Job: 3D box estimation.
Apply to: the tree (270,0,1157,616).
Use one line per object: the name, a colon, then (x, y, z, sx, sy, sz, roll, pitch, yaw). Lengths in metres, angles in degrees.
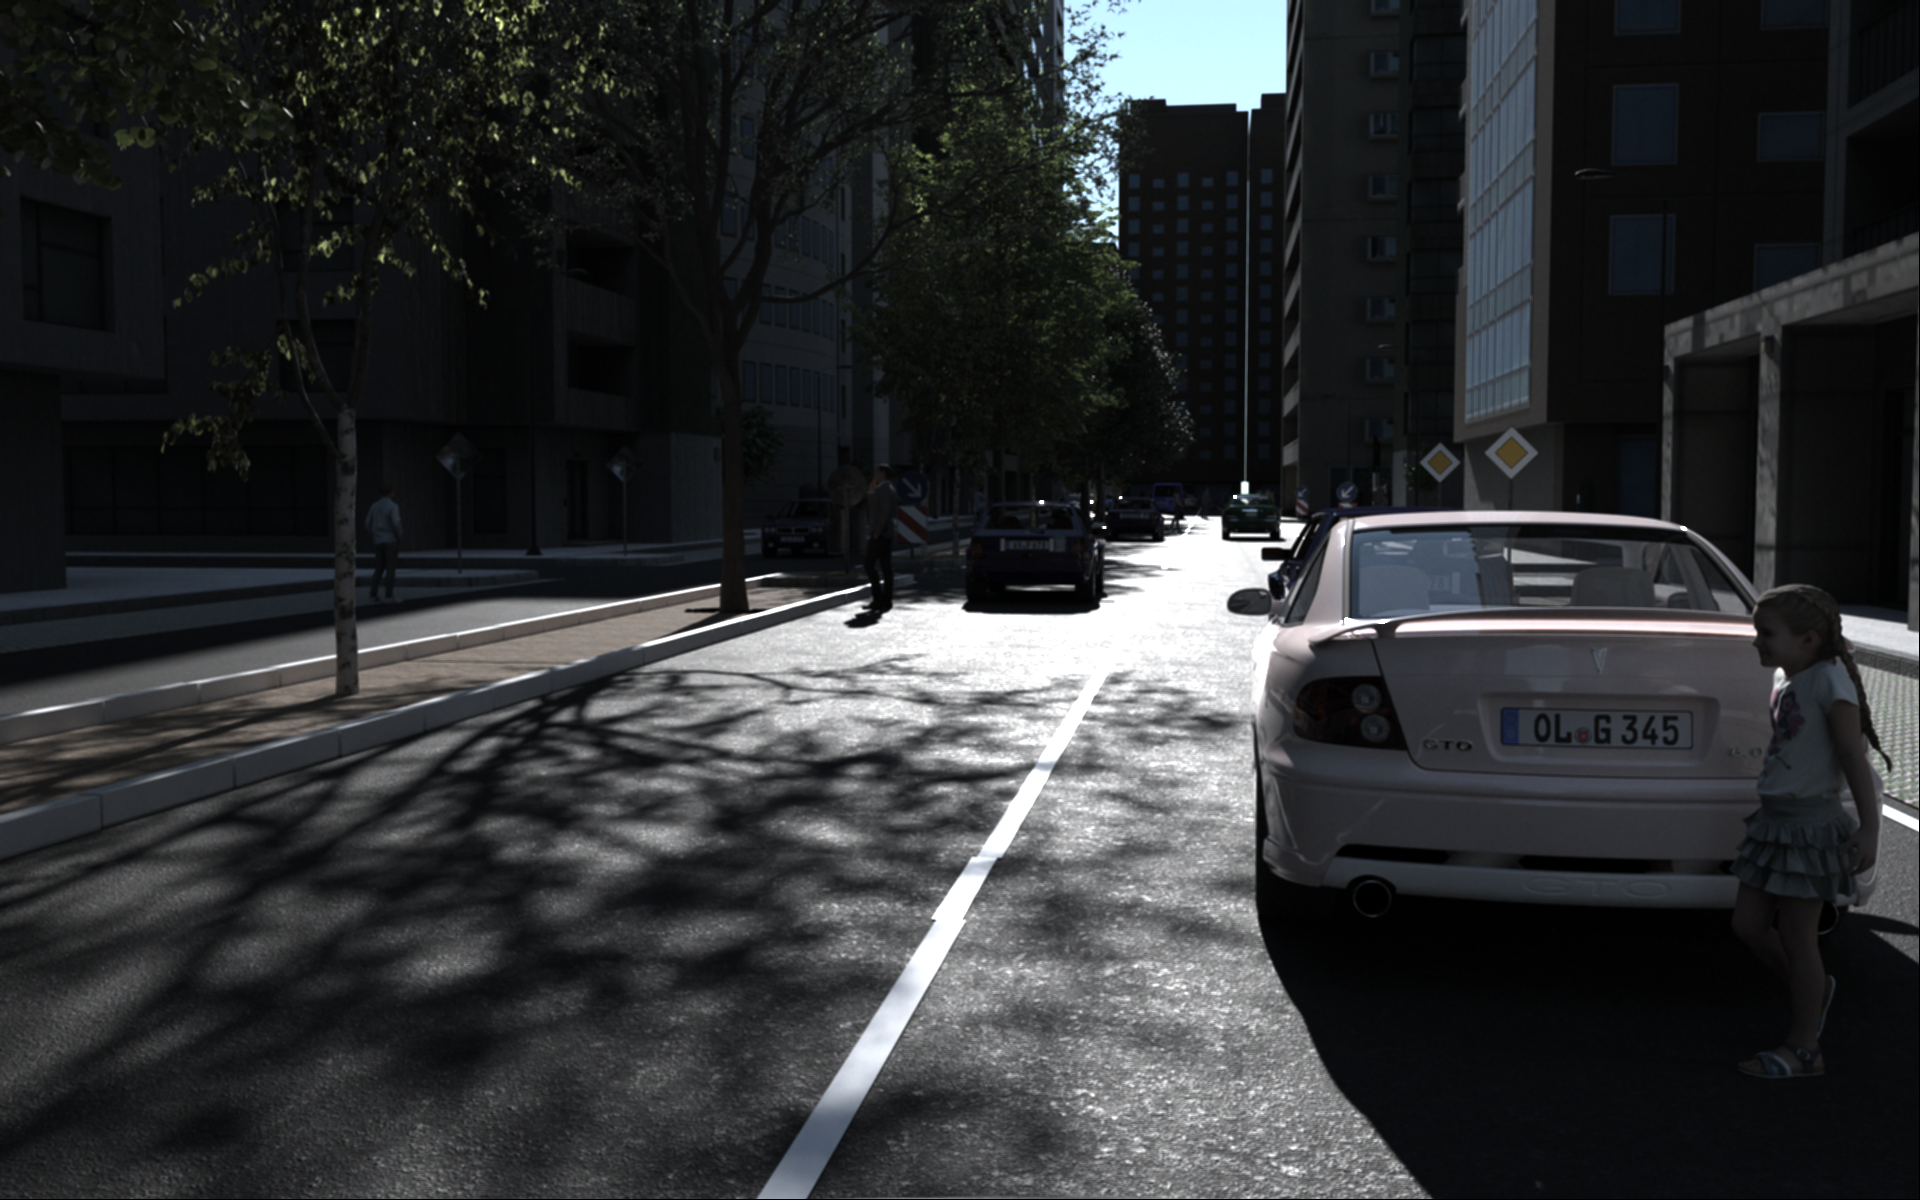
tree: (-2.710, -6.573, 20.302, 12.009, 13.543, 11.850, 0, 3, 0)

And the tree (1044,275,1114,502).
tree: (2.258, -6.121, 52.897, 4.737, 8.622, 4.395, 0, 3, 0)

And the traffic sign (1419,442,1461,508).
traffic sign: (9.250, -1.822, 33.439, 0.795, 2.450, 0.064, 1, 4, 8)

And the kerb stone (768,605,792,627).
kerb stone: (-2.052, 0.193, 19.079, 0.120, 0.150, 1.000, 1, 4, 8)

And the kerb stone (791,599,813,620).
kerb stone: (-1.908, 0.129, 20.093, 0.120, 0.150, 1.000, 1, 4, 8)

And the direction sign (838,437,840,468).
direction sign: (-4.821, -4.714, 69.066, 0.379, 3.537, 0.876, 0, 4, -2)

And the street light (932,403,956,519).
street light: (-0.737, -7.122, 88.984, 1.470, 5.913, 1.316, 1, 4, 8)

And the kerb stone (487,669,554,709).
kerb stone: (-3.077, 0.624, 11.991, 0.120, 0.150, 1.000, 1, 4, 8)

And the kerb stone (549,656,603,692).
kerb stone: (-2.927, 0.563, 13.001, 0.120, 0.150, 1.000, 1, 4, 8)

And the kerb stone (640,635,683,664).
kerb stone: (-2.633, 0.439, 15.025, 0.120, 0.150, 1.000, 1, 4, 8)

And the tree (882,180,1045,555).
tree: (-0.079, -5.355, 40.367, 4.360, 8.622, 3.978, 0, 3, 0)

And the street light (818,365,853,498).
street light: (-4.548, -5.503, 62.516, 1.470, 5.913, 1.316, 1, 4, 8)

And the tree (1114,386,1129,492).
tree: (4.387, -7.162, 69.926, 4.737, 8.622, 4.395, 0, 3, 0)

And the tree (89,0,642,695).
tree: (-4.351, -3.640, 12.332, 4.360, 8.622, 3.978, 0, 3, 0)

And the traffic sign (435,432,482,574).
traffic sign: (-8.065, -1.483, 27.882, 0.795, 2.450, 0.064, 1, 4, 8)

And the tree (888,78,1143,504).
tree: (0.986, -7.713, 46.687, 7.486, 12.596, 7.792, 0, 3, 0)

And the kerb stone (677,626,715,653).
kerb stone: (-2.492, 0.377, 16.037, 0.120, 0.150, 1.000, 1, 4, 8)

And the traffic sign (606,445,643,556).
traffic sign: (-6.925, -1.966, 35.785, 0.795, 2.450, 0.064, 1, 4, 8)

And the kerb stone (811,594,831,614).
kerb stone: (-1.765, 0.067, 21.105, 0.120, 0.150, 1.000, 1, 4, 8)

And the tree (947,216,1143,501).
tree: (2.740, -8.177, 61.910, 9.928, 11.665, 9.643, 0, 3, 0)

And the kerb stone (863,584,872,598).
kerb stone: (-1.317, -0.120, 24.150, 0.120, 0.150, 1.000, 1, 4, 8)

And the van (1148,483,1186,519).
van: (12.116, -5.914, 101.071, 2.240, 2.365, 5.245, 0, 4, 6)

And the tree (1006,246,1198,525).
tree: (5.615, -9.677, 77.687, 9.611, 12.733, 9.660, 0, 3, 0)

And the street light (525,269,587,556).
street light: (-8.381, -3.879, 35.965, 1.470, 5.913, 1.316, 1, 4, 8)

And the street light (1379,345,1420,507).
street light: (13.772, -4.994, 54.192, 1.470, 5.913, 1.316, 1, 4, 8)

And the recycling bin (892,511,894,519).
recycling bin: (-3.665, -4.759, 90.358, 0.722, 1.027, 0.722, 0, 4, 3)

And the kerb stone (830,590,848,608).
kerb stone: (-1.622, 0.005, 22.117, 0.120, 0.150, 1.000, 1, 4, 8)

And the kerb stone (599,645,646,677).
kerb stone: (-2.783, 0.505, 14.014, 0.120, 0.150, 1.000, 1, 4, 8)

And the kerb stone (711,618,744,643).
kerb stone: (-2.348, 0.315, 17.052, 0.120, 0.150, 1.000, 1, 4, 8)

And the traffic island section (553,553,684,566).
traffic island section: (-6.949, -0.830, 35.850, 2.009, 0.180, 2.903, 1, 4, 8)

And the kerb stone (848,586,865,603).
kerb stone: (-1.462, -0.052, 23.127, 0.120, 0.150, 1.000, 1, 4, 8)

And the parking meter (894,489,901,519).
parking meter: (-3.223, -4.930, 89.023, 0.372, 1.533, 0.369, 0, 3, 0)

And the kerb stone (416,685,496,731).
kerb stone: (-3.218, 0.686, 10.974, 0.120, 0.150, 1.000, 1, 4, 8)

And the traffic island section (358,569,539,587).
traffic island section: (-8.090, -0.347, 27.947, 2.009, 0.180, 2.903, 1, 4, 8)

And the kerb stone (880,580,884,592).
kerb stone: (-1.171, -0.179, 25.170, 0.120, 0.150, 1.000, 1, 4, 8)

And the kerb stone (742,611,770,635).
kerb stone: (-2.197, 0.253, 18.067, 0.120, 0.150, 1.000, 1, 4, 8)

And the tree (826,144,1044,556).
tree: (-0.745, -5.074, 35.775, 4.737, 8.622, 4.395, 0, 3, 0)

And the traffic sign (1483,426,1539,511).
traffic sign: (8.109, -1.339, 25.536, 0.795, 2.450, 0.064, 1, 4, 8)

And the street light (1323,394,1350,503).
street light: (17.557, -6.611, 80.633, 1.470, 5.913, 1.316, 1, 4, 8)

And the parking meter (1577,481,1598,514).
parking meter: (12.130, -1.536, 33.522, 0.372, 1.533, 0.369, 0, 3, 0)

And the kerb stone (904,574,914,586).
kerb stone: (-0.871, -0.303, 27.206, 0.120, 0.150, 1.000, 1, 4, 8)

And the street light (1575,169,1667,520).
street light: (9.502, -3.201, 24.883, 1.470, 5.913, 1.316, 1, 4, 8)

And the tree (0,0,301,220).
tree: (-4.771, -5.186, 5.368, 7.486, 12.596, 7.792, 0, 3, 0)

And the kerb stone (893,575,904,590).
kerb stone: (-1.029, -0.244, 26.192, 0.120, 0.150, 1.000, 1, 4, 8)

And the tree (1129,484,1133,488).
tree: (7.881, -8.679, 94.727, 4.737, 8.622, 4.395, 0, 3, 0)
